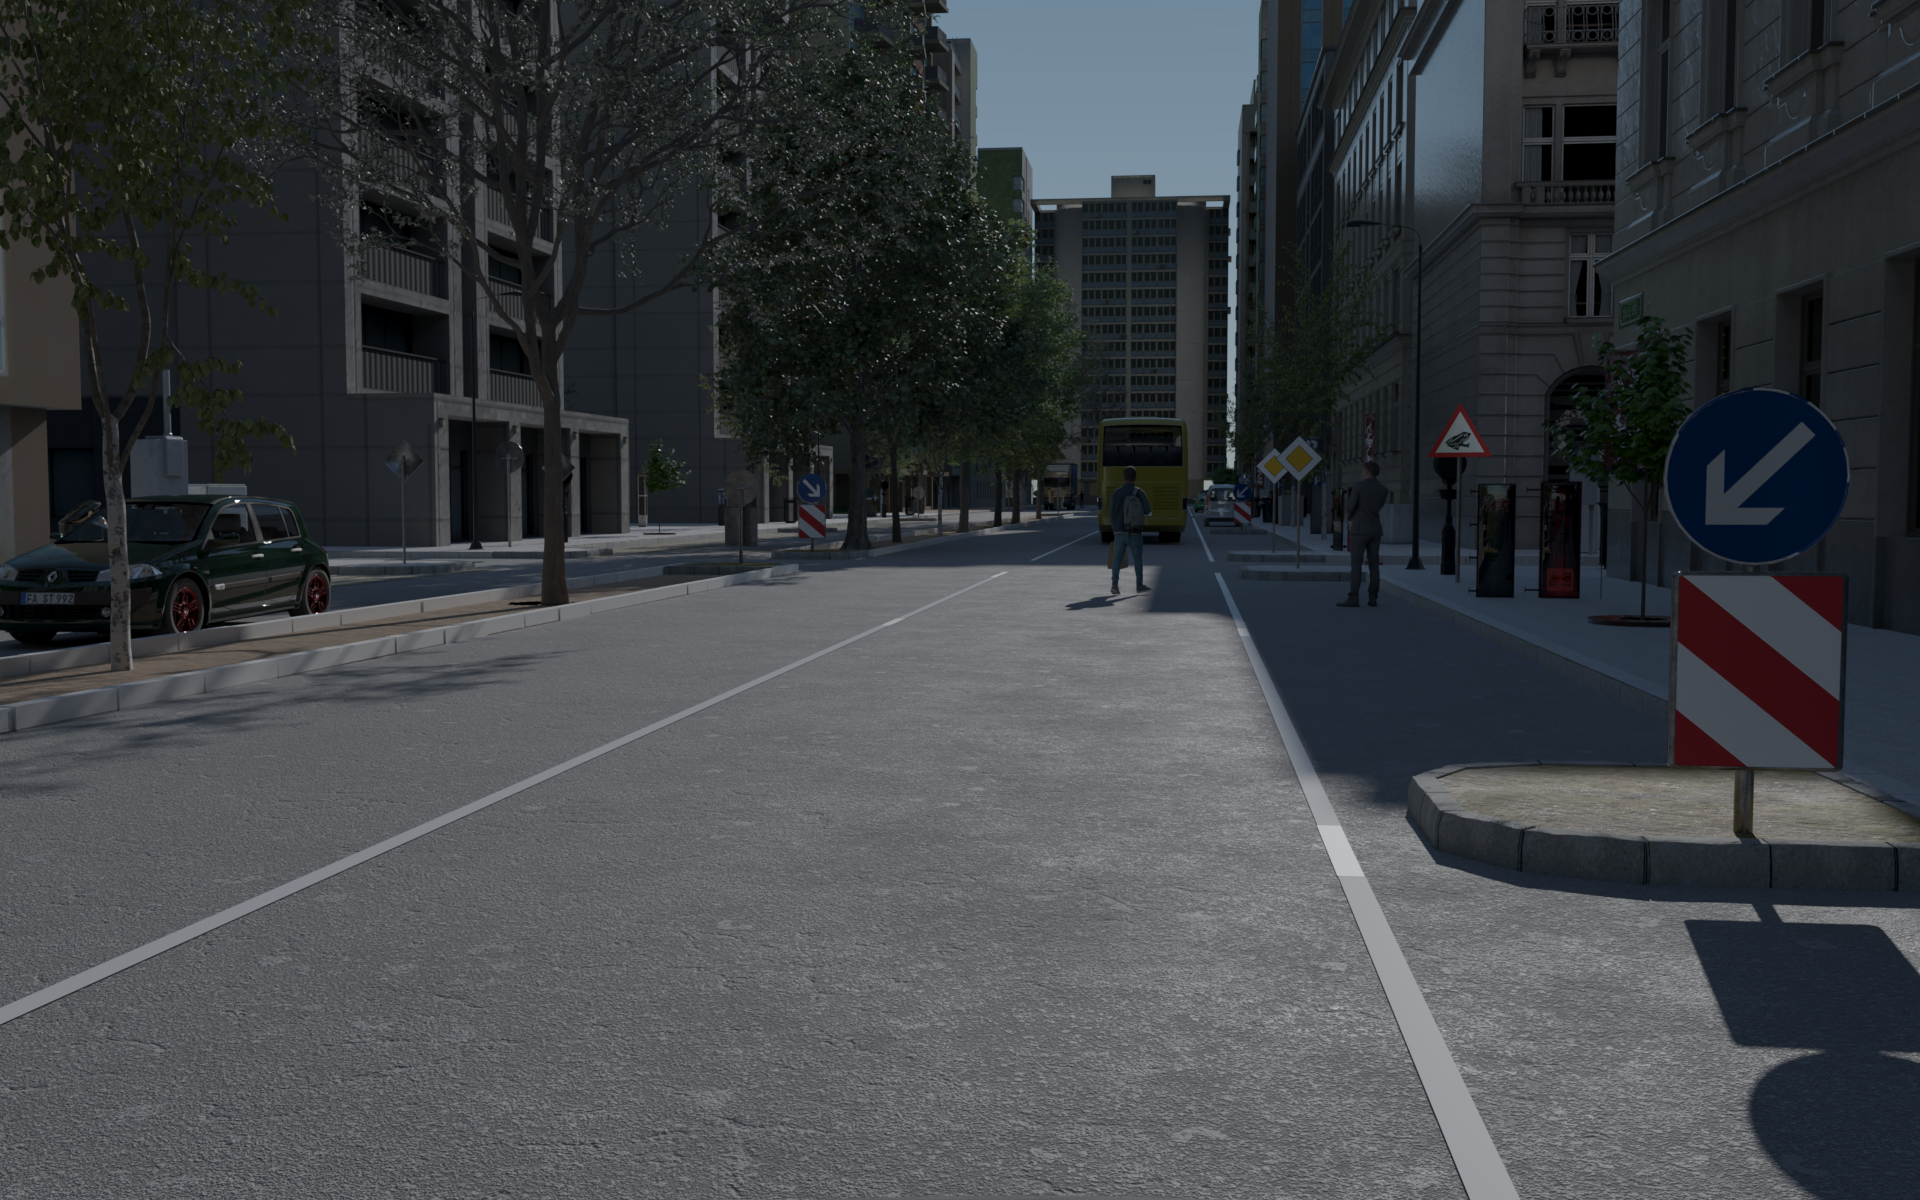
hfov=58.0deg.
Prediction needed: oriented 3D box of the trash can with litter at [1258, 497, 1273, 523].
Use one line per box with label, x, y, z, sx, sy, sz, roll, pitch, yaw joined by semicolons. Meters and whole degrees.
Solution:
trash can with litter;13.865;-4.034;77.348;1.055;1.170;0.624;-3;5;-39

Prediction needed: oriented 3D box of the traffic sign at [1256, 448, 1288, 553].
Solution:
traffic sign;6.839;-2.084;37.716;0.795;2.450;0.064;0;4;7

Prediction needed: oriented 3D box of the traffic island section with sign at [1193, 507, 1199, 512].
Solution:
traffic island section with sign;23.359;-9.646;166.334;1.989;1.847;2.006;0;4;7

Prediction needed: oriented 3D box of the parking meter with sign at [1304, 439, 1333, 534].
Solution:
parking meter with sign;11.668;-3.633;55.658;0.543;3.016;1.738;3;4;37

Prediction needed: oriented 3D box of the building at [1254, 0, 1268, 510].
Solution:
building;32.042;-28.293;146.177;14.154;41.232;14.086;0;4;7

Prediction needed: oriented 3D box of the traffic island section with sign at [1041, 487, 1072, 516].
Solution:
traffic island section with sign;6.378;-6.430;113.263;2.006;1.907;1.989;0;4;7

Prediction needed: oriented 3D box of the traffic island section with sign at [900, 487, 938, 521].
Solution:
traffic island section with sign;-2.213;-5.100;92.016;1.989;1.847;2.006;0;4;7

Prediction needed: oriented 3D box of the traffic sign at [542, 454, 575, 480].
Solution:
traffic sign;-9.221;-2.211;39.789;0.795;2.450;0.064;0;4;7

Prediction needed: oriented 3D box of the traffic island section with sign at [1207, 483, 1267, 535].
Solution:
traffic island section with sign;9.999;-3.276;62.190;1.989;1.847;2.006;0;4;7

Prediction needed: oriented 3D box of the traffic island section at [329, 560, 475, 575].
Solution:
traffic island section;-10.262;-0.590;31.934;2.009;0.180;2.903;0;4;7

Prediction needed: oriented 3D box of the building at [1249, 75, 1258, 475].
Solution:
building;39.956;-33.506;167.425;23.786;49.044;30.456;0;4;7

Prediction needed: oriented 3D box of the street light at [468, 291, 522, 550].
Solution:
street light;-10.649;-4.113;39.789;1.470;5.913;1.316;0;4;7

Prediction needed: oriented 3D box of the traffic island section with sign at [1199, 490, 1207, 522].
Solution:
traffic island section with sign;13.532;-4.956;89.658;1.989;1.847;2.006;0;4;7

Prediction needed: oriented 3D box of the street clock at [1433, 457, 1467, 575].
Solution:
street clock;7.756;-1.400;27.463;0.471;2.002;0.358;0;4;-3

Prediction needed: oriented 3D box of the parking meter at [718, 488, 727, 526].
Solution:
parking meter;-9.569;-3.757;69.842;0.372;1.533;0.369;0;3;0

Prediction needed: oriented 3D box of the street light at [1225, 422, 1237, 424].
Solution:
street light;17.779;-8.513;111.722;1.470;5.913;1.316;0;4;7

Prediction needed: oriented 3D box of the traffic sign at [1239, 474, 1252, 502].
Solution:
traffic sign;17.888;-6.635;108.591;0.768;2.556;0.104;1;4;10

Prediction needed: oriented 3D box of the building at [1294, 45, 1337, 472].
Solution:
building;26.884;-18.651;98.455;14.314;27.812;24.014;0;4;7

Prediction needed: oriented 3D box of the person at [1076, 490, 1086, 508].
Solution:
person;12.370;-10.215;175.531;1.348;1.822;0.705;2;4;30

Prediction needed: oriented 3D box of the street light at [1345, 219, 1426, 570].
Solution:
street light;7.218;-3.477;29.388;1.470;5.913;1.316;0;4;7

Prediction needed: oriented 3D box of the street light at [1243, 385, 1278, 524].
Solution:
street light;12.913;-6.177;73.534;1.470;5.913;1.316;0;4;7

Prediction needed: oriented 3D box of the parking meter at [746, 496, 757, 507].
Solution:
parking meter;-7.839;-3.624;64.967;0.399;1.863;0.255;3;5;43

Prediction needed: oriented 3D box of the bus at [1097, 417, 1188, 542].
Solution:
bus;5.666;-3.845;54.414;2.896;3.916;12.252;0;4;5

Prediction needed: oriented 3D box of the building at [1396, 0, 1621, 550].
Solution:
building;24.011;-12.331;43.418;24.055;21.916;13.314;0;4;7

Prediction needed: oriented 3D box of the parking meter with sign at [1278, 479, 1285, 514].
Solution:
parking meter with sign;15.159;-5.232;81.802;0.543;3.016;1.738;1;4;13

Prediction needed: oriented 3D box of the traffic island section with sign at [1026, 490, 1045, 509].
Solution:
traffic island section with sign;7.458;-9.716;167.485;1.989;1.847;2.006;0;4;7

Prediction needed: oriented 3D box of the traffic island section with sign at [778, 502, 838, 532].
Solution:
traffic island section with sign;-5.677;-3.456;65.140;1.989;1.847;2.006;0;4;7

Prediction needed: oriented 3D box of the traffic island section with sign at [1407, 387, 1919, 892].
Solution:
traffic island section with sign;2.959;0.085;7.244;1.989;1.847;2.006;0;4;7

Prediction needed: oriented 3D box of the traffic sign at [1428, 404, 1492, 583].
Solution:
traffic sign;7.204;-1.529;25.006;0.884;2.594;0.081;1;4;15

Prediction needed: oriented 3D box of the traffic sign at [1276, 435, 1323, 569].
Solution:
traffic sign;5.823;-1.600;29.796;0.795;2.450;0.064;0;4;7

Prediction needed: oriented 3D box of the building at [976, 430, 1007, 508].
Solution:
building;-10.985;-20.273;176.500;28.899;21.520;27.650;0;4;7

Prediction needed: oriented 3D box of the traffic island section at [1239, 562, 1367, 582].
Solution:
traffic island section;5.848;-0.464;29.870;2.009;0.180;2.903;0;4;7

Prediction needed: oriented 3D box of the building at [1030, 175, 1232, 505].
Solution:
building;21.206;-31.916;213.715;23.993;40.220;32.217;0;4;7

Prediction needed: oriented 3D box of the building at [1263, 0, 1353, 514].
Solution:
building;28.154;-28.611;117.898;14.600;45.320;14.200;0;4;7

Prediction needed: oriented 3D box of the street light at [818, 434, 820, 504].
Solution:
street light;-5.803;-6.419;77.484;1.470;5.913;1.316;0;4;7

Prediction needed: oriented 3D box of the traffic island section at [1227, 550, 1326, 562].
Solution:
traffic island section;6.864;-0.949;37.790;2.009;0.180;2.903;0;4;7

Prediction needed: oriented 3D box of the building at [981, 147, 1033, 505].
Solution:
building;1.249;-32.061;207.785;14.086;41.232;14.154;0;4;7

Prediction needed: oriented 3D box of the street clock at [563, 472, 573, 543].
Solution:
street clock;-10.448;-2.515;45.687;0.471;2.002;0.358;-1;4;-14

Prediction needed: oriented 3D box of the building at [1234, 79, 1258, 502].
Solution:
building;43.493;-35.561;205.127;21.600;48.544;21.300;0;4;7

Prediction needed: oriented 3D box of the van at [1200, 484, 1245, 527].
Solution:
van;11.703;-4.290;77.150;2.013;2.044;4.112;0;4;8

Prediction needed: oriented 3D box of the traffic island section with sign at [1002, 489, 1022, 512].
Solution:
traffic island section with sign;4.037;-8.081;140.747;1.989;1.847;2.006;0;4;7

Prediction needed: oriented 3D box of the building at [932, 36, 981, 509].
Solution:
building;-6.253;-28.631;151.708;14.154;41.232;14.086;0;4;7

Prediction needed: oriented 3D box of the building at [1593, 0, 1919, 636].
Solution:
building;15.167;-13.910;3.850;17.030;29.872;44.131;0;4;7

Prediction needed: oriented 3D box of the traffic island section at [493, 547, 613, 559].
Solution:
traffic island section;-9.246;-1.075;39.854;2.009;0.180;2.903;0;4;7

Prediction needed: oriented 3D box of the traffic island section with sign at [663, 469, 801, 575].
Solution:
traffic island section with sign;-4.126;-1.422;31.386;2.006;1.907;1.989;0;4;7

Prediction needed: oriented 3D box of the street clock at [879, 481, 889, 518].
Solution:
street clock;-4.085;-5.429;93.330;0.471;2.002;0.358;-2;4;-33

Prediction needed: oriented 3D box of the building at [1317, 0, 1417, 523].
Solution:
building;23.932;-14.557;71.288;16.112;22.955;30.059;0;4;7

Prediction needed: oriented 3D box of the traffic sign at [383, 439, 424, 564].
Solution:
traffic sign;-10.237;-1.726;31.869;0.795;2.450;0.064;0;4;7

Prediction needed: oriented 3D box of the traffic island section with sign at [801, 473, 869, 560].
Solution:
traffic island section with sign;-3.174;-1.871;38.732;2.006;1.907;1.989;0;4;7

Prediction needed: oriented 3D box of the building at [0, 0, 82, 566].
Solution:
building;-22.724;-22.748;22.040;14.200;45.320;14.600;0;4;7

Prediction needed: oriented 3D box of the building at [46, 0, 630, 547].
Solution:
building;-21.500;-37.497;51.322;20.563;71.187;20.611;0;4;7

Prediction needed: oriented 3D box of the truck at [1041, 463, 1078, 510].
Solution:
truck;9.076;-10.261;156.675;2.839;4.237;11.283;0;4;7

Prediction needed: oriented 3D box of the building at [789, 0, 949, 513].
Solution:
building;-12.786;-29.089;130.226;22.147;44.769;28.867;0;4;7

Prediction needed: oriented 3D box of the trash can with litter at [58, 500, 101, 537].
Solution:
trash can with litter;-16.162;-1.233;31.548;1.055;1.170;0.624;1;4;17

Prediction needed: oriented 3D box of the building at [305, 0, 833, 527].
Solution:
building;-17.264;-39.517;84.362;20.563;71.187;20.611;0;4;7

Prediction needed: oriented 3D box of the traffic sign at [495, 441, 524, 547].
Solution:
traffic sign;-10.868;-2.547;41.745;0.768;2.556;0.104;1;4;14
